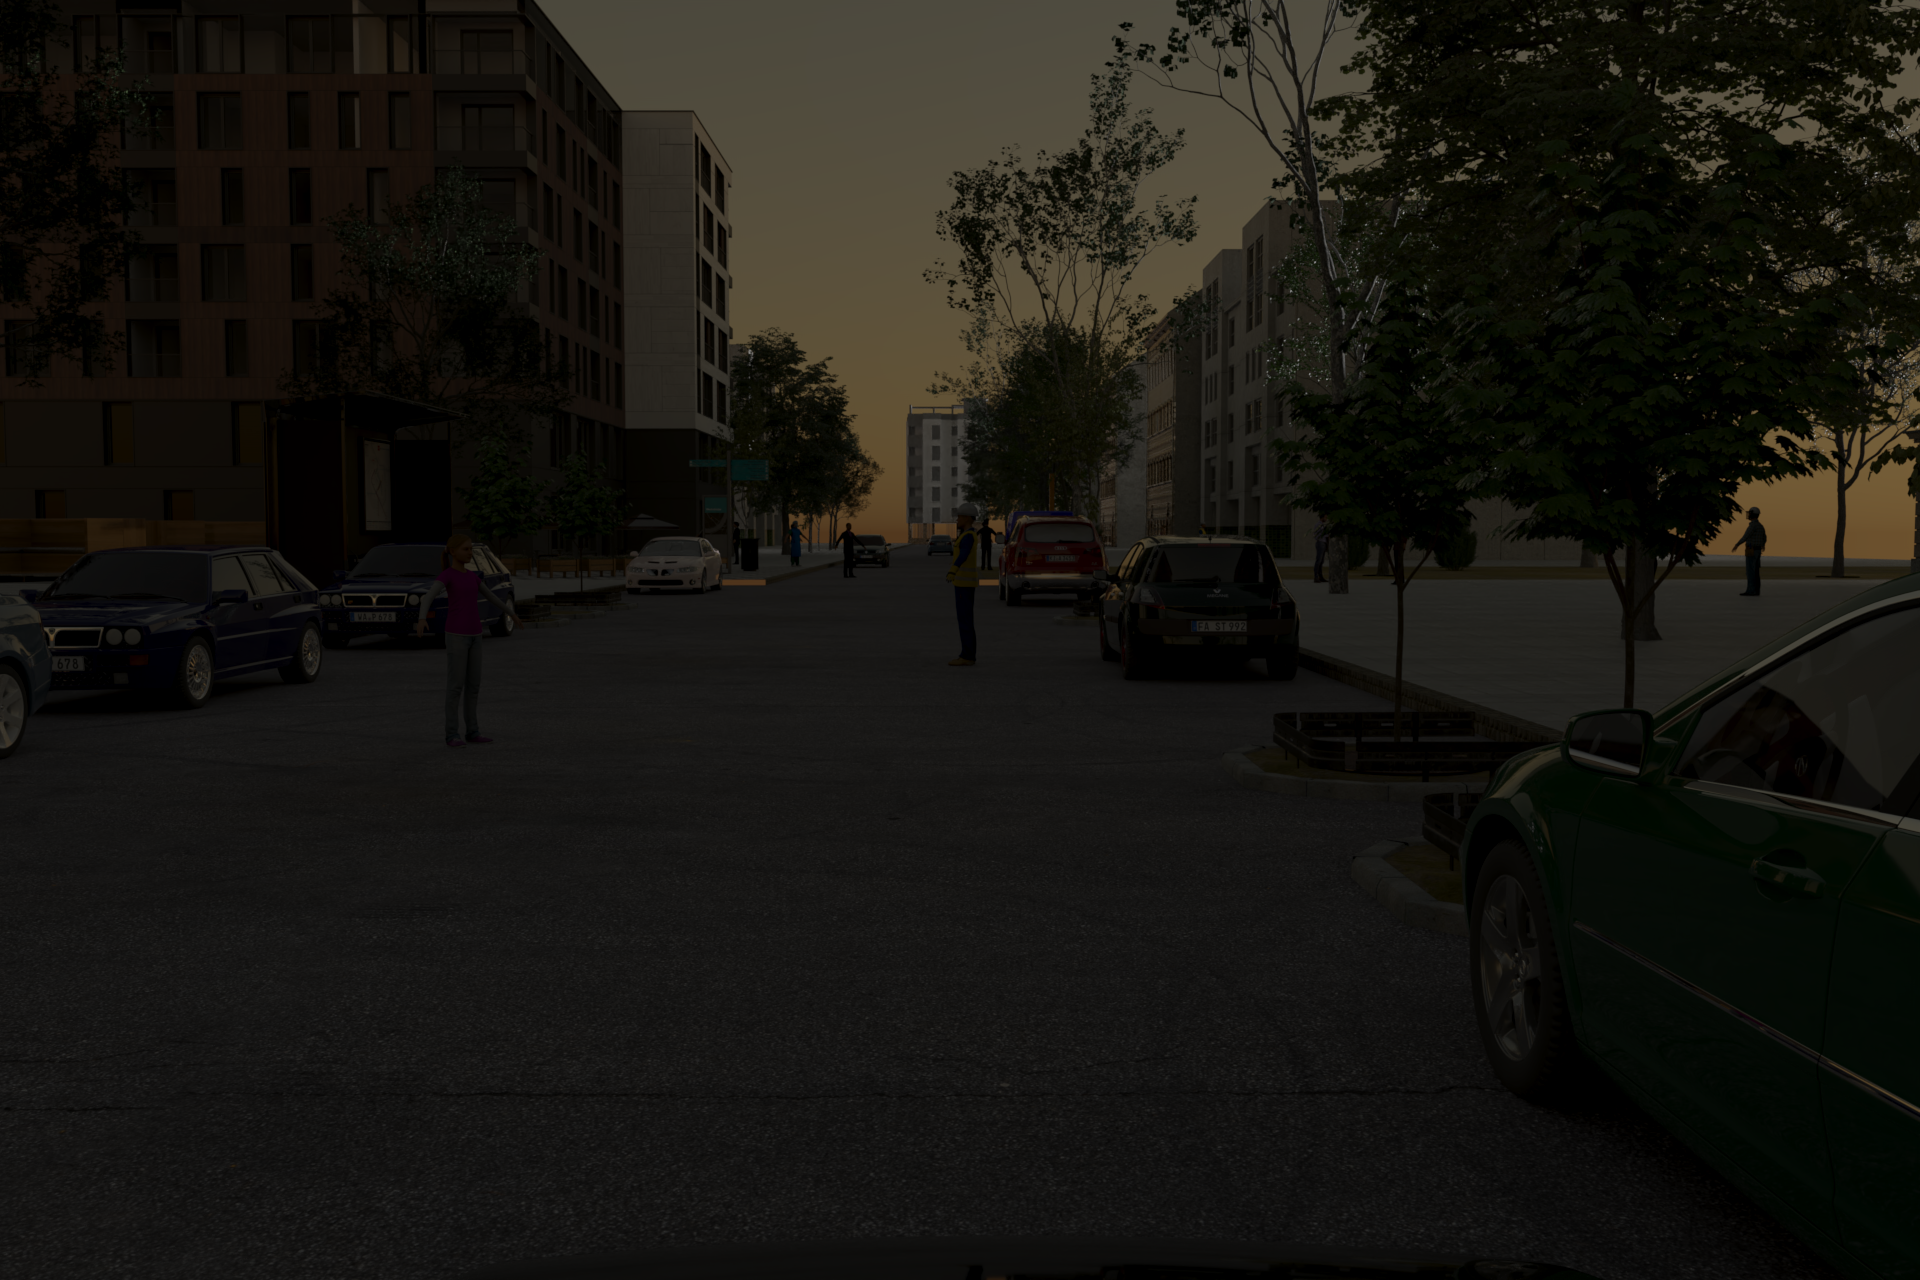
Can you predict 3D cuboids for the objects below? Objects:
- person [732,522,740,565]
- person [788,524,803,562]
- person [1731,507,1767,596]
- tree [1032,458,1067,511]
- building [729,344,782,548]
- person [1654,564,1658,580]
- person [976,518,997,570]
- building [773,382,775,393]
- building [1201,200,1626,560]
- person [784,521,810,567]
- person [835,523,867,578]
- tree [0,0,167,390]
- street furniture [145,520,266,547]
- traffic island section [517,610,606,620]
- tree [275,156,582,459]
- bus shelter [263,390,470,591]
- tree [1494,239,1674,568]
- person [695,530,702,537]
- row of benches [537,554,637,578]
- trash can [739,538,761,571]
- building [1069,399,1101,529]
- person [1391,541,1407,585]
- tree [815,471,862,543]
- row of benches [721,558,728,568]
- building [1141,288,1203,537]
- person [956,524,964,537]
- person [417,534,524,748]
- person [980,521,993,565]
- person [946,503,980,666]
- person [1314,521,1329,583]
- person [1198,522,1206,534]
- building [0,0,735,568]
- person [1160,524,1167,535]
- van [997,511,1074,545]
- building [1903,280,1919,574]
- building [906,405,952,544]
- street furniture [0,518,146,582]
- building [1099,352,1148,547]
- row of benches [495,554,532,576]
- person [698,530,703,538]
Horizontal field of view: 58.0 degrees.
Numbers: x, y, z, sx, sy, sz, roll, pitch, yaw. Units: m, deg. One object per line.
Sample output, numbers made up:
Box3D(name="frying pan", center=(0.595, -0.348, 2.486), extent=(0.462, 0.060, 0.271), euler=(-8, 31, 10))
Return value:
Box3D(name="person", center=(-9.451, -4.086, 72.997), extent=(0.705, 1.806, 1.347), euler=(0, 4, -7))
Box3D(name="person", center=(-7.344, -4.309, 77.178), extent=(0.721, 1.740, 1.216), euler=(-2, 4, -34))
Box3D(name="person", center=(16.464, -1.845, 36.012), extent=(1.345, 1.849, 0.704), euler=(-3, 5, -40))
Box3D(name="tree", center=(13.415, -19.843, 242.559), extent=(7.486, 12.596, 7.792), euler=(0, 3, 0))
Box3D(name="building", center=(-28.383, -19.010, 177.266), extent=(16.747, 18.905, 31.486), euler=(0, 4, 0))
Box3D(name="person", center=(10.343, -1.034, 26.146), extent=(0.628, 1.438, 0.799), euler=(-1, 4, -12))
Box3D(name="person", center=(0.948, -3.397, 61.481), extent=(1.347, 1.837, 0.705), euler=(1, 4, 17))
Box3D(name="building", center=(-27.693, -21.163, 202.434), extent=(16.016, 20.090, 11.380), euler=(0, 4, -1))
Box3D(name="building", center=(24.648, -14.312, 100.457), extent=(16.747, 18.905, 31.486), euler=(0, 4, 0))
Box3D(name="person", center=(-6.467, -3.805, 68.336), extent=(0.704, 1.817, 1.347), euler=(3, 5, 42))
Box3D(name="person", center=(-3.637, -2.948, 56.879), extent=(1.346, 1.802, 0.704), euler=(-3, 5, -45))
Box3D(name="tree", center=(-13.110, -5.260, 20.419), extent=(7.601, 10.594, 8.767), euler=(-1, 4, -14))
Box3D(name="street furniture", center=(-26.923, -3.294, 60.707), extent=(11.010, 1.723, 9.812), euler=(-1, 4, -21))
Box3D(name="traffic island section", center=(-7.190, -0.426, 29.834), extent=(1.991, 0.108, 1.994), euler=(0, 4, 0))
Box3D(name="tree", center=(-12.727, -6.584, 42.060), extent=(7.601, 10.594, 8.767), euler=(-3, 4, -37))
Box3D(name="bus shelter", center=(-10.549, -2.448, 31.315), extent=(1.731, 3.624, 6.357), euler=(0, 4, 0))
Box3D(name="tree", center=(24.138, -9.765, 66.313), extent=(9.857, 13.997, 8.962), euler=(0, 3, 0))
Box3D(name="person", center=(-11.543, -4.460, 78.775), extent=(1.347, 1.847, 0.705), euler=(1, 4, 10))
Box3D(name="row of benches", center=(-10.859, -2.226, 51.857), extent=(1.422, 0.672, 4.104), euler=(3, 4, 36))
Box3D(name="trash can", center=(-7.251, -2.940, 59.724), extent=(0.748, 1.137, 0.748), euler=(0, 3, 0))
Box3D(name="building", center=(23.559, -23.780, 219.734), extent=(19.493, 23.208, 18.063), euler=(0, 4, 0))
Box3D(name="person", center=(10.988, -2.251, 43.605), extent=(0.721, 1.729, 1.215), euler=(0, 4, -6))
Box3D(name="tree", center=(-16.932, -18.677, 239.786), extent=(7.601, 10.594, 8.767), euler=(0, 4, -2))
Box3D(name="row of benches", center=(-9.922, -2.905, 62.956), extent=(1.422, 0.672, 4.104), euler=(2, 4, 30))
Box3D(name="building", center=(23.943, -18.143, 127.570), extent=(19.493, 23.208, 18.063), euler=(0, 4, 0))
Box3D(name="person", center=(0.047, -2.106, 42.663), extent=(0.705, 1.856, 1.354), euler=(0, 4, 2))
Box3D(name="person", center=(-3.315, 0.001, 11.712), extent=(0.599, 1.433, 0.991), euler=(2, 4, 27))
Box3D(name="person", center=(1.043, -3.948, 70.735), extent=(0.705, 1.806, 1.347), euler=(-1, 4, -18))
Box3D(name="person", center=(-0.016, -0.614, 18.967), extent=(0.721, 1.772, 1.216), euler=(0, 4, 7))
Box3D(name="person", center=(9.616, -2.425, 45.568), extent=(0.599, 1.838, 0.709), euler=(2, 4, 24))
Box3D(name="person", center=(10.683, -4.286, 76.050), extent=(0.705, 1.833, 1.349), euler=(1, 4, 22))
Box3D(name="building", center=(-26.775, -14.544, 81.772), extent=(27.936, 21.610, 32.646), euler=(0, 3, 0))
Box3D(name="person", center=(9.488, -4.573, 81.577), extent=(0.721, 1.733, 1.217), euler=(1, 4, 13))
Box3D(name="van", center=(2.191, -2.683, 48.258), extent=(2.240, 2.365, 5.245), euler=(0, 3, 0))
Box3D(name="building", center=(28.506, -12.585, 24.842), extent=(14.460, 24.649, 34.723), euler=(0, 4, 0))
Box3D(name="building", center=(-7.253, -23.593, 244.628), extent=(11.380, 20.090, 16.016), euler=(0, 4, -1))
Box3D(name="street furniture", center=(-26.797, -2.648, 50.143), extent=(11.010, 1.723, 9.812), euler=(2, 4, 26))
Box3D(name="building", center=(24.198, -21.053, 175.143), extent=(19.493, 23.208, 18.063), euler=(0, 4, 0))
Box3D(name="row of benches", center=(-14.788, -2.368, 54.173), extent=(4.104, 0.672, 1.422), euler=(3, 5, 41))
Box3D(name="person", center=(-10.828, -4.141, 73.841), extent=(0.704, 1.812, 1.346), euler=(2, 4, 33))
